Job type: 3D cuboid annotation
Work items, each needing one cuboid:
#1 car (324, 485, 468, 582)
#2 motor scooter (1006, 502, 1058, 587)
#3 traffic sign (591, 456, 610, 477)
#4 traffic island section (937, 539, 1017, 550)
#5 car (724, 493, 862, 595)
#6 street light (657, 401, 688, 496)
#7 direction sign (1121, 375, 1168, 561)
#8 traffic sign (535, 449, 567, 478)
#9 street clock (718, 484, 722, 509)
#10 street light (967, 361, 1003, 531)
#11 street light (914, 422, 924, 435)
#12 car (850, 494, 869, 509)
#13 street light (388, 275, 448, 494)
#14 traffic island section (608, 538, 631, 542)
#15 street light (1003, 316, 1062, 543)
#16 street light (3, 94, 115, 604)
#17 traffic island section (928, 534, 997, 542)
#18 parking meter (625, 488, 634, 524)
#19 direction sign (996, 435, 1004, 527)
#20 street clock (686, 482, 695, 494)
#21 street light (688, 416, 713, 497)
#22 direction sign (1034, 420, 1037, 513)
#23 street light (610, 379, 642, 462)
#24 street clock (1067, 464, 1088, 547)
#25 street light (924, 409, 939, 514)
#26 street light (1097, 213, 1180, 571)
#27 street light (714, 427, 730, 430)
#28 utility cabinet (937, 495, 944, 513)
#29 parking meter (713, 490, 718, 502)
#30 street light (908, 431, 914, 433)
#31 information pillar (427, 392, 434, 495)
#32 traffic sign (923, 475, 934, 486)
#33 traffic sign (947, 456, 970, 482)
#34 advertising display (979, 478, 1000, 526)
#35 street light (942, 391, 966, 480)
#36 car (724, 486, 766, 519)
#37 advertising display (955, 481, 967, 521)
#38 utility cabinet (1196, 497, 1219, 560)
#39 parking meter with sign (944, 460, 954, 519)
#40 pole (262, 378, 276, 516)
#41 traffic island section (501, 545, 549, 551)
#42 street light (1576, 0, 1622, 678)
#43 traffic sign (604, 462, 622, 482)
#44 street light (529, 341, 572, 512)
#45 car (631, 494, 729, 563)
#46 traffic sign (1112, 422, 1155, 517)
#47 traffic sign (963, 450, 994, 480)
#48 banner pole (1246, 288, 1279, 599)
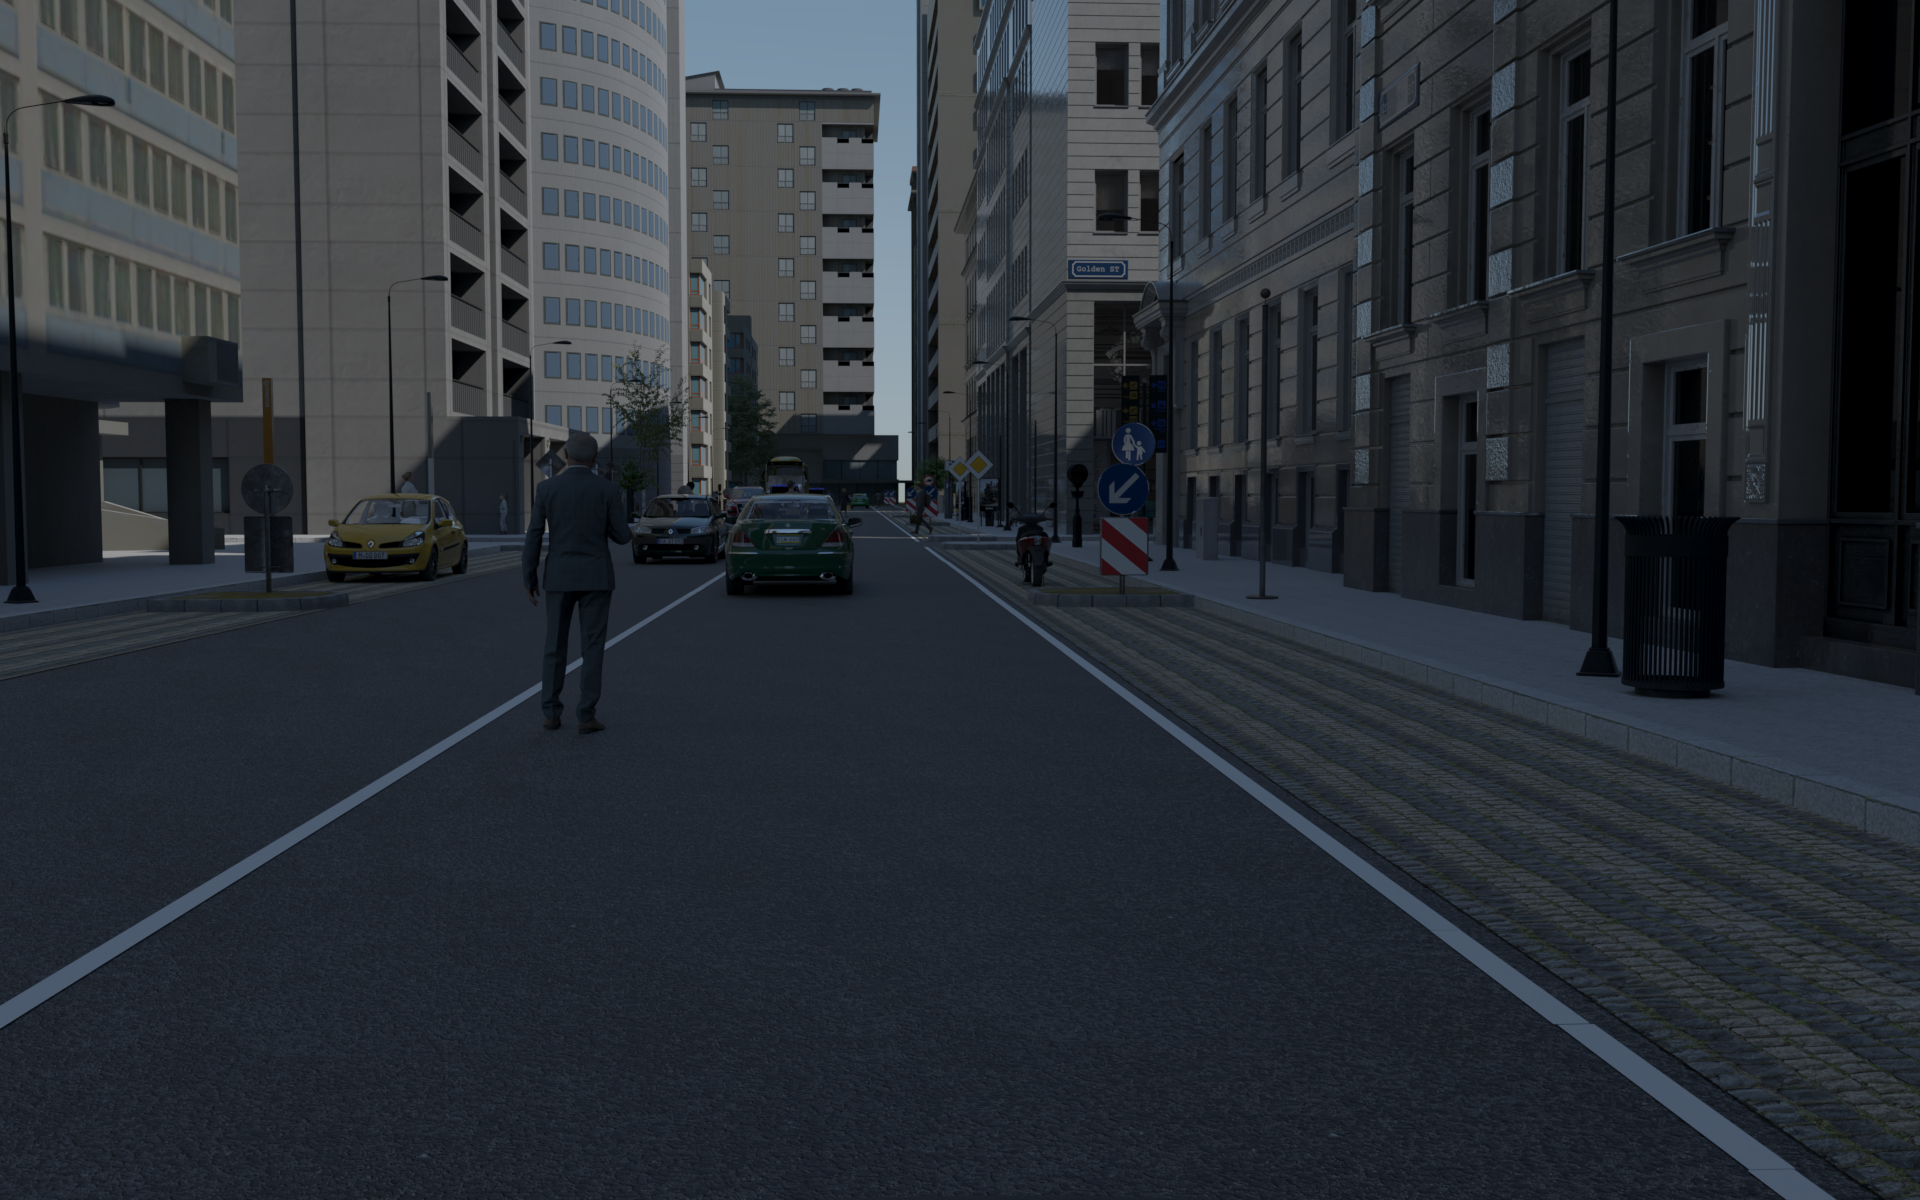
[{"bbox_3d":[-9.544,-1.175,29.441,2.015,1.641,3.980,0,4,-5],"label":"car"},{"bbox_3d":[1.148,-0.887,27.287,0.815,1.314,1.986,0,4,-3],"label":"motor scooter"},{"bbox_3d":[-11.056,-3.089,52.689,0.795,2.593,0.064,0,4,-3],"label":"traffic sign"},{"bbox_3d":[0.529,-1.417,45.456,2.009,0.180,2.903,0,4,-3],"label":"traffic island section"},{"bbox_3d":[-2.528,-0.875,26.100,2.131,1.459,4.920,0,4,-4],"label":"car"},{"bbox_3d":[-14.593,-6.981,86.681,1.470,5.913,1.316,0,4,-3],"label":"street light"},{"bbox_3d":[3.509,-2.511,33.049,0.876,3.537,0.379,1,4,15],"label":"direction sign"},{"bbox_3d":[-10.569,-2.601,44.718,0.795,2.593,0.064,0,4,-3],"label":"traffic sign"},{"bbox_3d":[-17.209,-7.309,124.072,0.358,2.002,0.471,-1,4,-10],"label":"street clock"},{"bbox_3d":[1.122,-5.380,60.502,1.470,5.913,1.316,0,4,-3],"label":"street light"},{"bbox_3d":[-2.054,-8.519,111.818,1.470,5.913,1.316,0,4,-3],"label":"street light"},{"bbox_3d":[-9.844,-9.853,169.898,1.959,1.807,4.718,0,4,-4],"label":"car"},{"bbox_3d":[-11.552,-3.934,36.858,1.470,5.913,1.316,0,4,-3],"label":"street light"},{"bbox_3d":[-11.080,-1.864,52.754,2.009,0.180,2.903,0,4,-3],"label":"traffic island section"},{"bbox_3d":[1.975,-4.457,45.418,1.470,5.913,1.316,0,4,-3],"label":"street light"},{"bbox_3d":[-10.529,-2.919,20.271,1.470,5.913,1.316,0,4,-3],"label":"street light"},{"bbox_3d":[0.041,-1.905,53.427,2.009,0.180,2.903,0,4,-3],"label":"traffic island section"},{"bbox_3d":[-14.373,-4.097,75.399,0.372,1.533,0.369,0,3,0],"label":"parking meter"},{"bbox_3d":[1.560,-4.565,66.634,0.379,3.537,0.876,0,4,2],"label":"direction sign"},{"bbox_3d":[-15.563,-5.841,100.067,0.471,2.002,0.358,-1,4,-17],"label":"street clock"},{"bbox_3d":[-15.662,-7.995,103.265,1.470,5.913,1.316,0,4,-3],"label":"street light"},{"bbox_3d":[2.324,-3.756,53.402,0.379,3.537,0.876,0,4,1],"label":"direction sign"},{"bbox_3d":[-13.561,-5.967,70.095,1.470,5.913,1.316,0,4,-3],"label":"street light"},{"bbox_3d":[2.821,-2.267,41.635,0.471,2.002,0.358,-1,4,-22],"label":"street clock"},{"bbox_3d":[-1.096,-7.481,94.851,1.470,5.913,1.316,0,4,-3],"label":"street light"},{"bbox_3d":[2.970,-3.443,28.829,1.470,5.913,1.316,0,4,-3],"label":"street light"},{"bbox_3d":[-16.649,-9.033,120.230,1.470,5.913,1.316,0,4,-3],"label":"street light"},{"bbox_3d":[-1.318,-6.655,119.969,0.306,1.237,1.020,-2,4,-31],"label":"utility cabinet"},{"bbox_3d":[-16.801,-6.765,119.026,0.372,1.533,0.369,0,3,0],"label":"parking meter"},{"bbox_3d":[-3.169,-9.533,128.399,1.470,5.913,1.316,0,4,-3],"label":"street light"},{"bbox_3d":[-12.230,-2.978,40.046,0.183,3.616,0.504,-1,4,-12],"label":"information pillar"},{"bbox_3d":[-2.098,-7.086,115.963,0.768,2.556,0.104,0,4,-3],"label":"traffic sign"},{"bbox_3d":[0.018,-3.129,53.343,0.795,2.593,0.064,0,4,-3],"label":"traffic sign"},{"bbox_3d":[1.176,-3.877,68.605,0.974,1.923,0.123,3,4,38],"label":"advertising display"},{"bbox_3d":[-0.074,-6.462,78.197,1.470,5.913,1.316,0,4,-3],"label":"street light"},{"bbox_3d":[-10.297,-4.620,84.213,2.281,1.827,5.304,0,4,-4],"label":"car"},{"bbox_3d":[0.043,-4.740,82.709,0.123,1.923,0.974,-2,4,-26],"label":"advertising display"},{"bbox_3d":[4.844,-1.398,34.024,0.306,1.237,1.020,0,4,0],"label":"utility cabinet"},{"bbox_3d":[-0.602,-5.771,90.614,0.543,3.016,1.738,0,4,-4],"label":"parking meter with sign"},{"bbox_3d":[-12.160,-2.242,30.506,0.158,3.312,0.155,0,3,0],"label":"pole"},{"bbox_3d":[-10.592,-1.376,44.784,2.009,0.180,2.903,0,4,-3],"label":"traffic island section"},{"bbox_3d":[3.991,-2.418,12.077,1.470,5.913,1.316,0,4,-3],"label":"street light"},{"bbox_3d":[-13.721,-4.175,68.363,0.768,2.556,0.104,0,4,6],"label":"traffic sign"},{"bbox_3d":[-12.441,-4.891,52.503,1.470,5.913,1.316,0,4,-3],"label":"street light"},{"bbox_3d":[-5.934,-1.665,37.003,2.009,1.686,4.222,0,4,-2],"label":"car"},{"bbox_3d":[3.092,-1.886,30.938,0.768,2.556,0.104,0,4,4],"label":"traffic sign"},{"bbox_3d":[0.506,-2.641,45.372,0.795,2.593,0.064,0,4,-3],"label":"traffic sign"},{"bbox_3d":[3.749,-1.918,21.384,0.401,3.779,0.863,1,4,9],"label":"banner pole"}]
